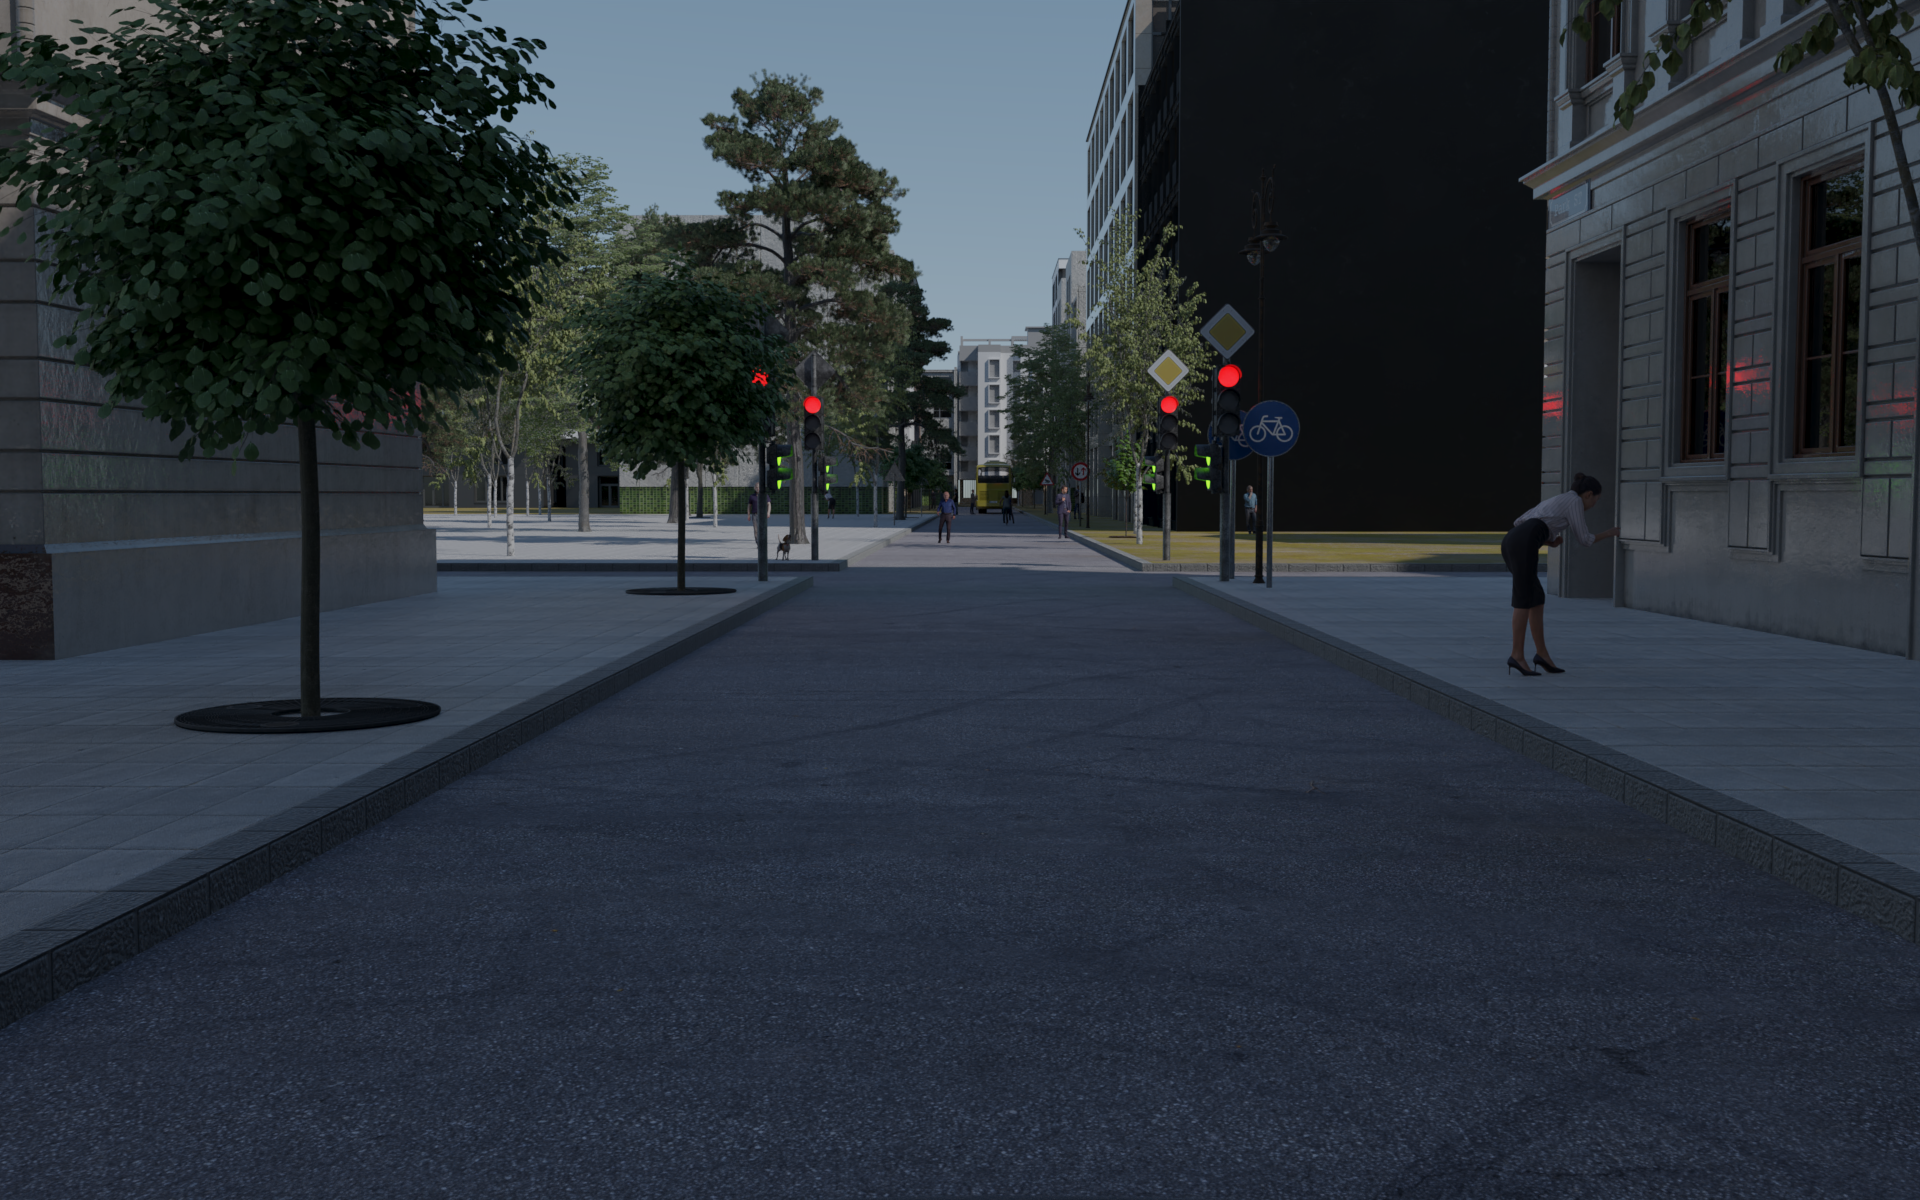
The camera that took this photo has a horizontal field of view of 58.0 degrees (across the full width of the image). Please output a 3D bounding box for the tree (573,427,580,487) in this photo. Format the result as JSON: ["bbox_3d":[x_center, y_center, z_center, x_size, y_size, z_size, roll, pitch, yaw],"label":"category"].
[{"bbox_3d":[-19.022,-7.916,79.789,4.360,8.622,3.978,0,3,0],"label":"tree"}]

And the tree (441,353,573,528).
[{"bbox_3d":[-17.904,-7.084,66.179,4.360,8.622,3.978,0,3,0],"label":"tree"}]

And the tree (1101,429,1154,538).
[{"bbox_3d":[5.006,-3.439,50.834,1.663,3.219,1.824,0,3,0],"label":"tree"}]

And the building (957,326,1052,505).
[{"bbox_3d":[5.421,-21.130,201.897,11.380,20.091,16.016,0,4,1],"label":"building"}]

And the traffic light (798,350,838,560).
[{"bbox_3d":[-2.791,-2.702,33.416,0.839,4.213,0.868,0,4,1],"label":"traffic light"}]

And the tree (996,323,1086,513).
[{"bbox_3d":[6.139,-12.014,114.549,7.486,12.596,7.792,0,3,0],"label":"tree"}]

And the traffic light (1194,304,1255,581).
[{"bbox_3d":[3.871,-2.209,25.365,0.839,4.213,0.868,0,4,1],"label":"traffic light"}]

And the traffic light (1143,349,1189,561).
[{"bbox_3d":[3.970,-2.698,33.349,0.839,4.213,0.868,0,4,1],"label":"traffic light"}]

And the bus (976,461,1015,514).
[{"bbox_3d":[2.624,-8.429,129.359,2.896,3.916,12.252,0,4,2],"label":"bus"}]

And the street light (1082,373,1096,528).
[{"bbox_3d":[4.819,-5.645,65.090,0.468,5.910,1.993,0,4,1],"label":"street light"}]

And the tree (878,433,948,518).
[{"bbox_3d":[-2.888,-6.700,93.260,4.285,4.588,4.351,0,3,0],"label":"tree"}]

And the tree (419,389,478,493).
[{"bbox_3d":[-25.569,-9.721,80.989,6.751,12.117,7.091,0,3,0],"label":"tree"}]

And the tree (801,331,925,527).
[{"bbox_3d":[-3.496,-7.111,66.623,4.737,8.622,4.395,0,3,0],"label":"tree"}]

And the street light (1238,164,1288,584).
[{"bbox_3d":[4.301,-3.178,24.745,0.468,5.910,1.993,0,4,1],"label":"street light"}]

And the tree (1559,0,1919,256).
[{"bbox_3d":[3.905,-3.459,6.916,4.737,8.622,4.395,0,3,0],"label":"tree"}]

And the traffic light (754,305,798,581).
[{"bbox_3d":[-2.890,-2.213,25.432,0.839,4.213,0.868,0,4,1],"label":"traffic light"}]

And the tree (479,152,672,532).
[{"bbox_3d":[-13.193,-8.582,58.447,7.486,12.596,7.792,0,3,0],"label":"tree"}]

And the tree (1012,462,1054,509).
[{"bbox_3d":[6.388,-10.164,149.888,4.285,4.588,4.351,0,3,0],"label":"tree"}]

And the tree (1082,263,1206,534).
[{"bbox_3d":[5.733,-6.428,55.460,4.360,8.622,3.978,0,3,0],"label":"tree"}]

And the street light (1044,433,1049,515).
[{"bbox_3d":[5.339,-8.278,108.132,0.468,5.910,1.993,0,4,1],"label":"street light"}]

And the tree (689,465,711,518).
[{"bbox_3d":[-13.872,-10.195,92.446,9.928,11.665,9.643,0,3,0],"label":"tree"}]

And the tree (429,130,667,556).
[{"bbox_3d":[-9.287,-5.233,35.919,4.737,8.622,4.395,0,3,0],"label":"tree"}]

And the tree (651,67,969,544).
[{"bbox_3d":[-4.239,-7.468,44.161,6.751,12.117,7.091,0,3,0],"label":"tree"}]

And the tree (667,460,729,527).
[{"bbox_3d":[-9.599,-7.088,66.255,4.737,8.622,4.395,0,3,0],"label":"tree"}]

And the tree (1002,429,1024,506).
[{"bbox_3d":[6.305,-14.429,186.269,4.360,8.622,3.978,0,3,0],"label":"tree"}]

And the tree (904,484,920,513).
[{"bbox_3d":[-3.544,-7.608,118.999,1.663,3.219,1.824,0,3,0],"label":"tree"}]

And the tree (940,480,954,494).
[{"bbox_3d":[-1.656,-11.467,182.079,1.663,3.219,1.824,0,3,0],"label":"tree"}]

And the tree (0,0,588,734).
[{"bbox_3d":[-3.795,-1.593,9.761,4.285,4.588,4.351,0,3,0],"label":"tree"}]

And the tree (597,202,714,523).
[{"bbox_3d":[-12.308,-10.265,75.264,7.806,13.903,7.818,0,3,0],"label":"tree"}]

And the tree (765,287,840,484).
[{"bbox_3d":[-5.656,-6.545,57.376,4.360,8.622,3.978,0,3,0],"label":"tree"}]

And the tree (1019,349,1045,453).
[{"bbox_3d":[5.064,-8.164,83.840,4.737,8.622,4.395,0,3,0],"label":"tree"}]

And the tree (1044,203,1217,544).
[{"bbox_3d":[4.606,-5.720,43.890,4.737,8.622,4.395,0,3,0],"label":"tree"}]
